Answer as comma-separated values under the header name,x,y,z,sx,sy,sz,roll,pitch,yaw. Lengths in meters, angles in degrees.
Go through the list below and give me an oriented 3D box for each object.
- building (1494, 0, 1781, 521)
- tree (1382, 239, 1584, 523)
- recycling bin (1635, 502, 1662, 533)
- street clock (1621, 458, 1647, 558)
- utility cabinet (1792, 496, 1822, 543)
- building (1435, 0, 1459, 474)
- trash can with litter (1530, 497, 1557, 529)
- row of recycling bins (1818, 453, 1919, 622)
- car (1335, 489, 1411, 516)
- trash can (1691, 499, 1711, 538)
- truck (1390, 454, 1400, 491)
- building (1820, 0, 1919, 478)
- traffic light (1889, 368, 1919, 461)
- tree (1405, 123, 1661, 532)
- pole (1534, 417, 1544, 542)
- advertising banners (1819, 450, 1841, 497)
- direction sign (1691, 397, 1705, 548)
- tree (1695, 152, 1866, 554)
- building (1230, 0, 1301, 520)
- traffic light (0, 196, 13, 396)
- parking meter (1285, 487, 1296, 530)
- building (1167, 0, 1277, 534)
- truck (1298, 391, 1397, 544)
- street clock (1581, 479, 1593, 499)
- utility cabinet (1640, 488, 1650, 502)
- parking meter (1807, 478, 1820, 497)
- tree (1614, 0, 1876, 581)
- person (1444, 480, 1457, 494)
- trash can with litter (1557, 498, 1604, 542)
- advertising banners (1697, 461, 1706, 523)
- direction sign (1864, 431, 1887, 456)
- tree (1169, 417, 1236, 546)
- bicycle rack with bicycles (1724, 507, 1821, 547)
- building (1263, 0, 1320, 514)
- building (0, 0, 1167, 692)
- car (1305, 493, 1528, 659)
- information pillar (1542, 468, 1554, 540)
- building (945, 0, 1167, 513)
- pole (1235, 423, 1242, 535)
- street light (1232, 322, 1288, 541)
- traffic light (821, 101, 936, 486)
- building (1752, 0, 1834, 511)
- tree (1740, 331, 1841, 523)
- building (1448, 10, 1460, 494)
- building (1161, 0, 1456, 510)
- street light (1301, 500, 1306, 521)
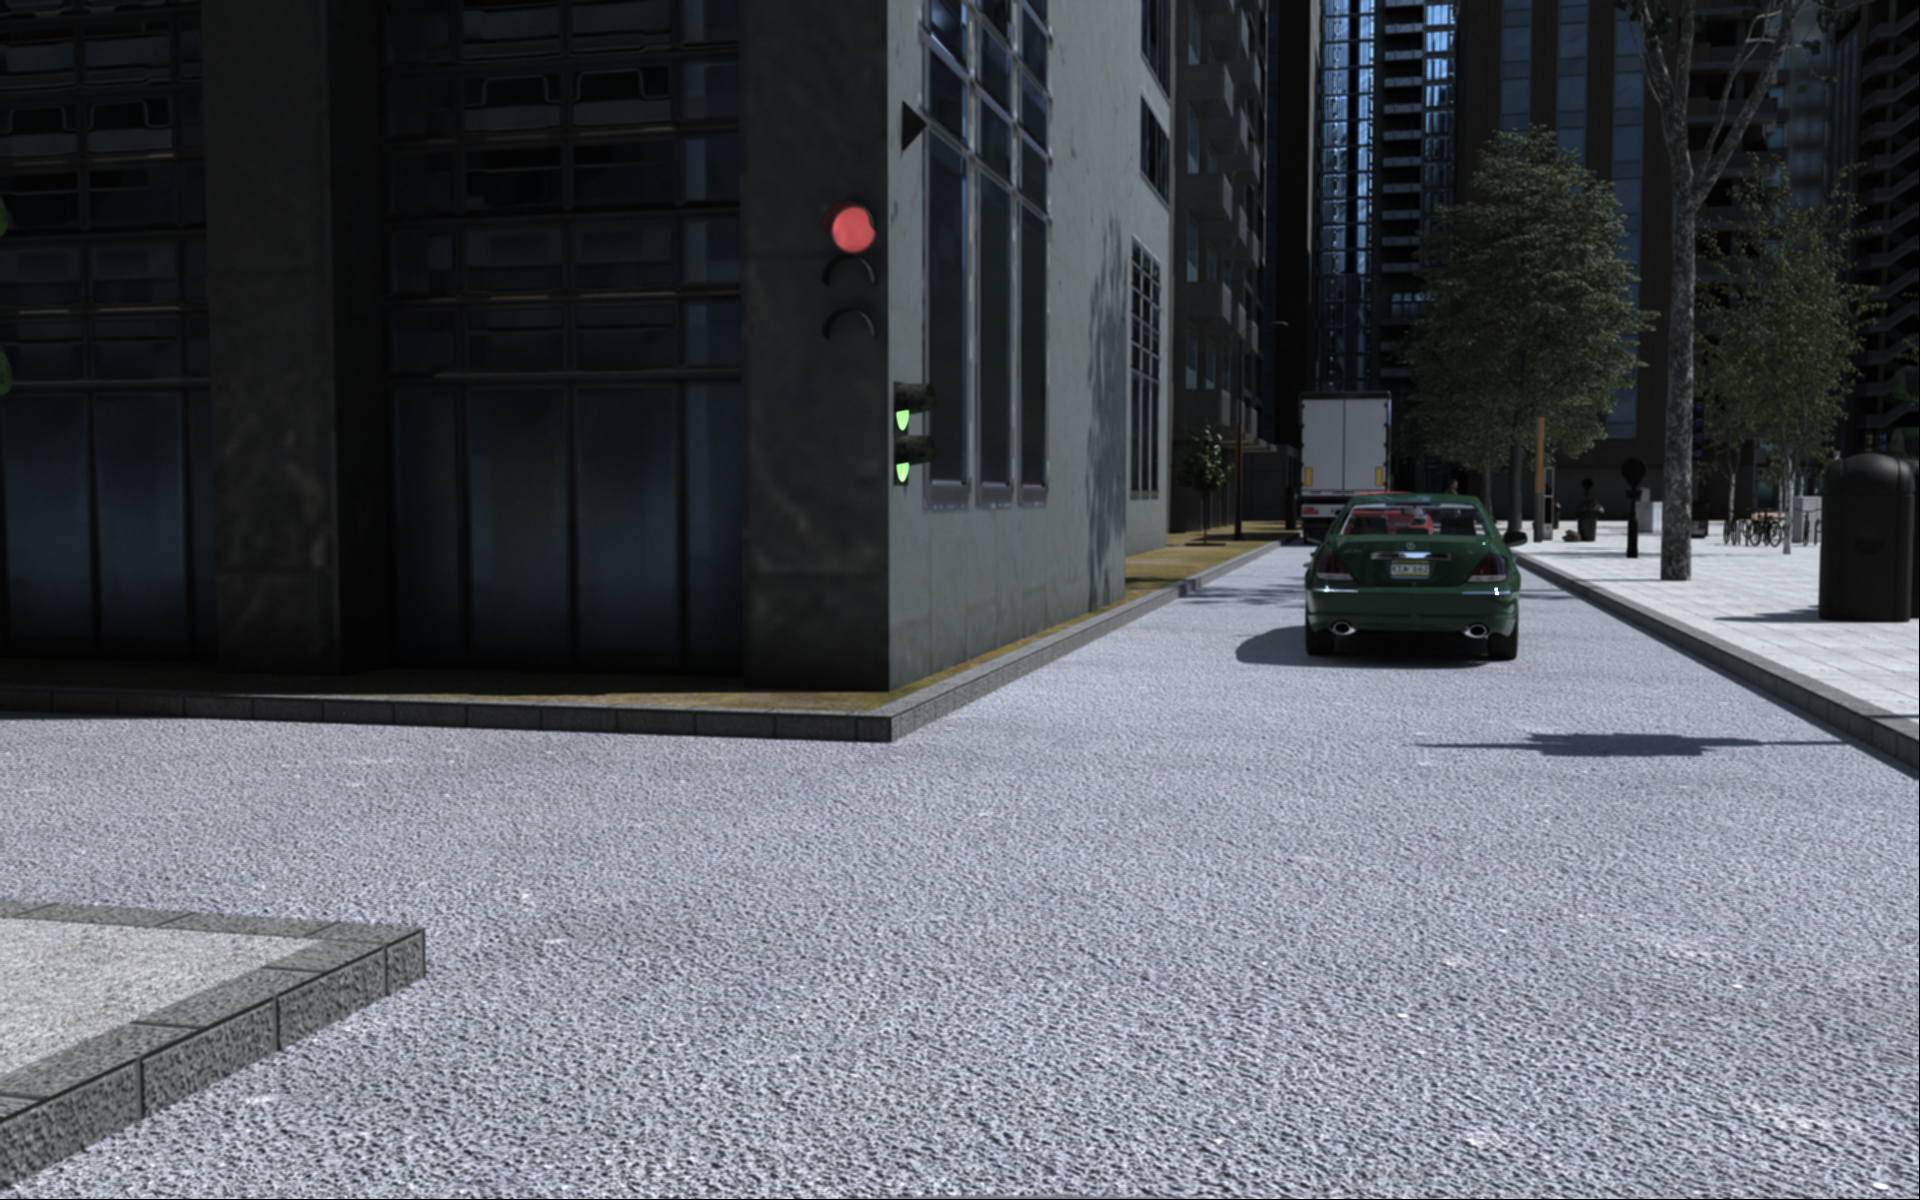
name,x,y,z,sx,sy,sz,roll,pitch,yaw
building,33.303,-26.898,89.899,14.600,45.320,14.200,1,4,14
tree,22.962,-9.687,75.391,9.611,12.733,9.660,0,3,0
recycling bin,22.806,-2.748,57.482,0.722,1.027,0.722,-3,5,-43
street clock,13.523,-1.848,34.784,0.471,2.002,0.358,2,4,29
utility cabinet,22.304,-2.100,45.492,1.020,1.237,0.306,-2,4,-30
building,50.859,-31.727,138.349,23.786,49.044,30.456,1,4,14
trash can with litter,21.323,-3.163,63.104,1.055,1.170,0.624,1,4,23
row of recycling bins,10.229,-0.701,18.581,1.069,1.692,3.534,3,5,45
car,8.752,-1.617,35.470,2.155,1.783,4.494,1,4,15
trash can,21.388,-2.361,50.260,0.748,1.137,0.748,0,3,0
truck,30.738,-8.439,126.891,2.839,4.237,11.283,1,4,15
building,79.250,-29.929,139.455,14.200,45.320,14.600,1,4,14
traffic light,5.822,-1.282,9.885,0.839,4.253,0.868,1,4,14
tree,17.685,-8.289,53.659,7.486,12.596,7.792,0,3,0
pole,15.358,-3.186,45.941,0.158,3.312,0.155,0,3,0
advertising banners,34.532,-4.455,69.034,2.074,3.025,0.090,-2,4,-35
direction sign,17.074,-2.985,40.799,0.379,3.537,0.876,-3,4,-38
tree,17.510,-5.279,36.678,4.737,8.622,4.395,0,3,0
building,8.703,-40.225,95.933,20.563,71.187,20.611,1,4,14
traffic light,-2.507,-0.903,3.685,0.839,4.253,0.868,1,4,14
parking meter,11.771,-3.254,61.611,0.372,1.533,0.369,0,3,0
building,-0.380,-27.268,65.437,23.786,49.044,30.456,1,4,14
truck,11.824,-3.901,52.690,2.839,4.237,11.283,1,4,14
street clock,29.303,-4.673,80.969,0.471,2.002,0.358,0,4,4
utility cabinet,24.383,-3.239,61.634,0.318,1.500,1.173,1,4,20
parking meter,31.791,-3.598,64.535,0.399,1.863,0.255,-2,4,-27
tree,11.638,-10.287,24.087,12.611,20.169,13.585,0,3,0
person,13.994,-2.504,49.346,0.656,1.842,0.836,3,4,38
trash can with litter,16.739,-2.152,46.566,1.055,1.170,0.624,-2,4,-31
advertising banners,27.125,-4.112,63.427,0.090,3.025,2.074,1,4,16
direction sign,33.111,-4.325,62.712,0.876,3.537,0.379,0,4,-8
tree,6.231,-2.974,43.228,1.663,3.219,1.824,0,3,0
bicycle rack with bicycles,20.275,-1.810,42.982,2.852,0.926,2.925,1,4,20
building,15.993,-28.301,112.826,14.600,45.320,14.200,1,4,14
building,-7.609,-43.645,26.262,22.319,86.520,31.000,1,4,14
car,4.346,-0.294,16.600,2.131,1.459,4.920,1,4,15
information pillar,16.300,-2.674,48.205,0.304,2.012,0.304,-1,4,-12
building,16.689,-51.179,149.441,31.000,86.520,22.319,1,4,14
pole,8.036,-3.433,49.979,0.158,3.312,0.155,0,3,0
street light,8.147,-4.555,47.018,1.470,5.913,1.316,1,4,14
traffic light,-0.603,-1.377,11.440,0.839,4.253,0.868,1,4,14
building,81.966,-33.432,166.227,30.456,49.044,23.786,1,4,14
tree,36.847,-7.770,77.399,4.360,8.622,3.978,0,3,0
building,36.770,-20.327,104.050,14.160,30.474,14.107,1,4,14
building,37.777,-52.751,175.152,31.000,86.520,22.319,1,4,14
street light,16.706,-6.635,81.020,1.470,5.913,1.316,1,4,14
